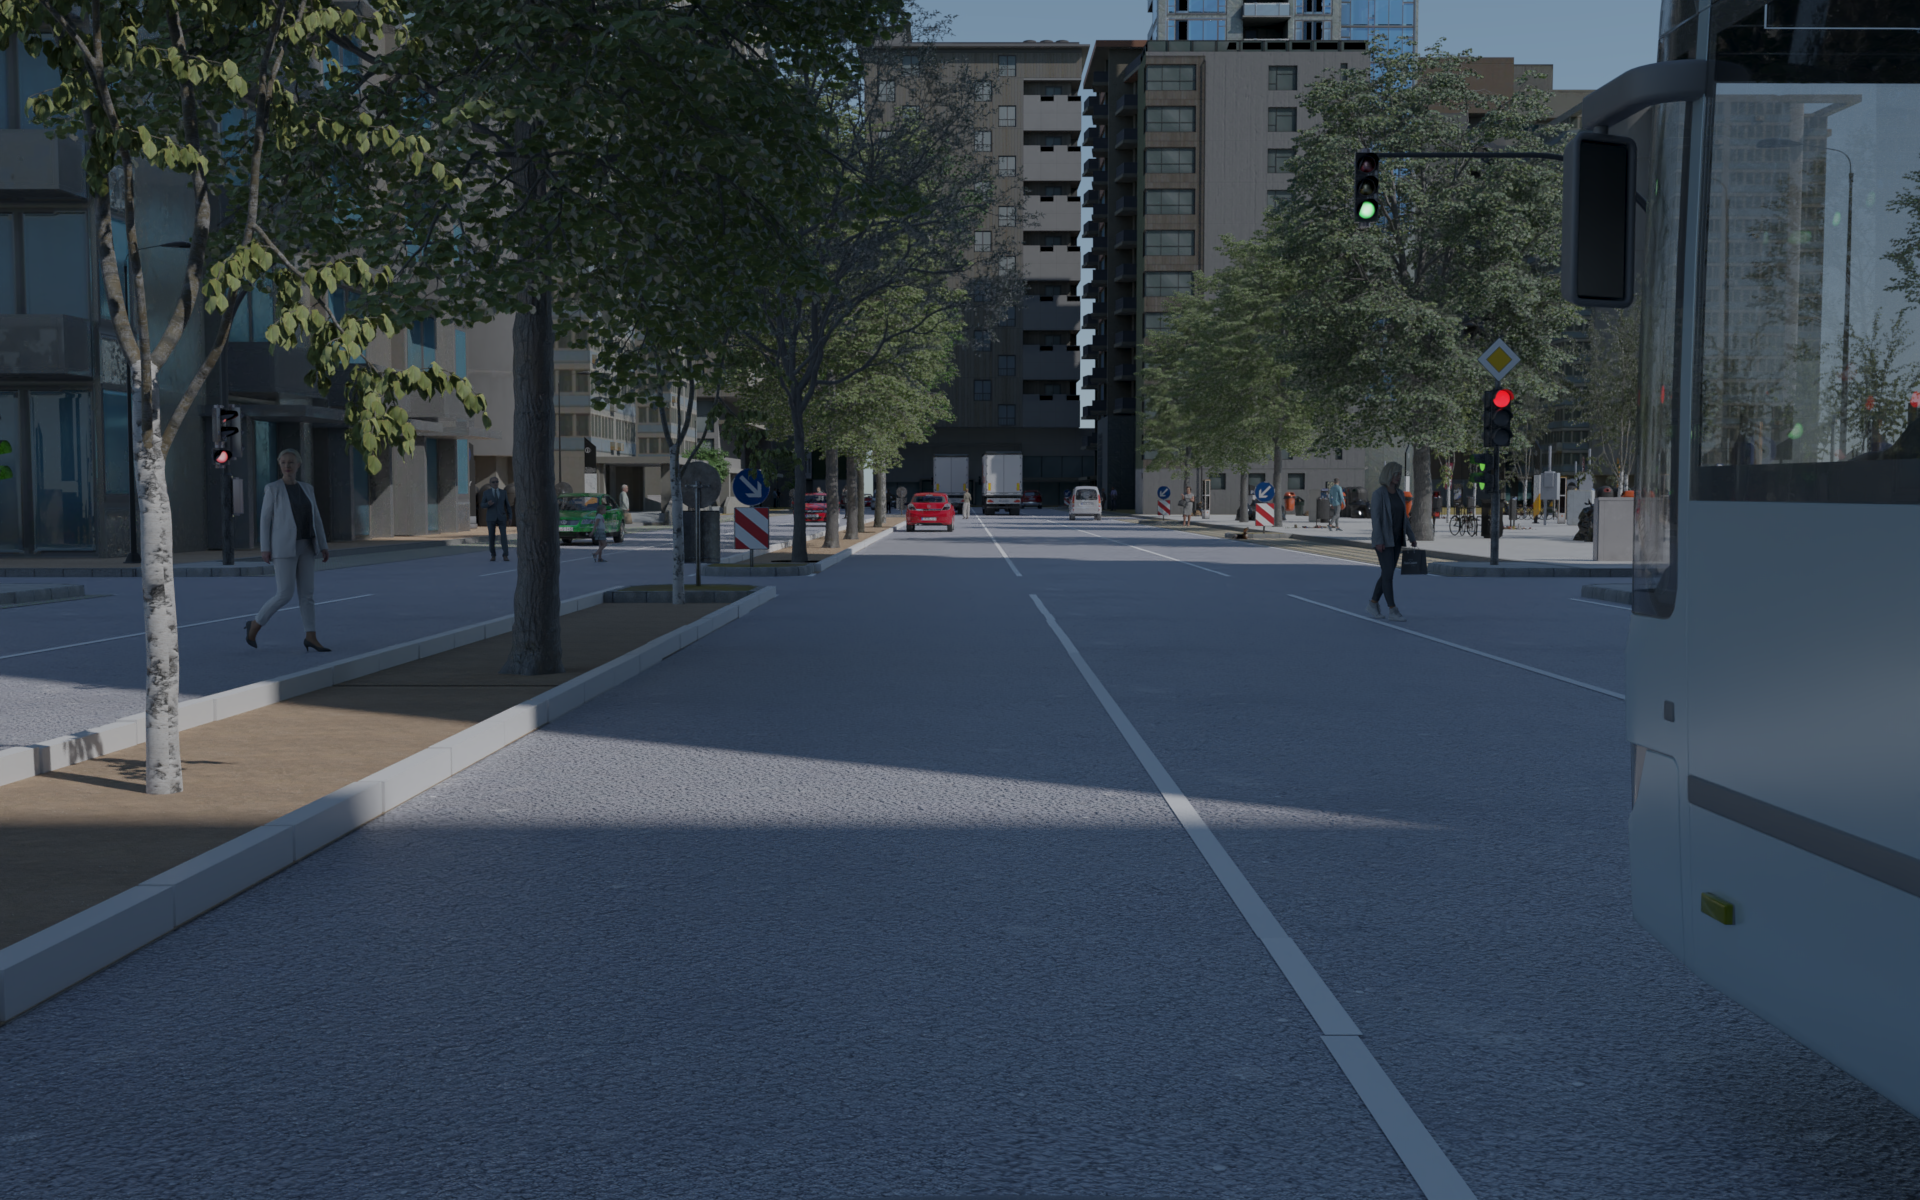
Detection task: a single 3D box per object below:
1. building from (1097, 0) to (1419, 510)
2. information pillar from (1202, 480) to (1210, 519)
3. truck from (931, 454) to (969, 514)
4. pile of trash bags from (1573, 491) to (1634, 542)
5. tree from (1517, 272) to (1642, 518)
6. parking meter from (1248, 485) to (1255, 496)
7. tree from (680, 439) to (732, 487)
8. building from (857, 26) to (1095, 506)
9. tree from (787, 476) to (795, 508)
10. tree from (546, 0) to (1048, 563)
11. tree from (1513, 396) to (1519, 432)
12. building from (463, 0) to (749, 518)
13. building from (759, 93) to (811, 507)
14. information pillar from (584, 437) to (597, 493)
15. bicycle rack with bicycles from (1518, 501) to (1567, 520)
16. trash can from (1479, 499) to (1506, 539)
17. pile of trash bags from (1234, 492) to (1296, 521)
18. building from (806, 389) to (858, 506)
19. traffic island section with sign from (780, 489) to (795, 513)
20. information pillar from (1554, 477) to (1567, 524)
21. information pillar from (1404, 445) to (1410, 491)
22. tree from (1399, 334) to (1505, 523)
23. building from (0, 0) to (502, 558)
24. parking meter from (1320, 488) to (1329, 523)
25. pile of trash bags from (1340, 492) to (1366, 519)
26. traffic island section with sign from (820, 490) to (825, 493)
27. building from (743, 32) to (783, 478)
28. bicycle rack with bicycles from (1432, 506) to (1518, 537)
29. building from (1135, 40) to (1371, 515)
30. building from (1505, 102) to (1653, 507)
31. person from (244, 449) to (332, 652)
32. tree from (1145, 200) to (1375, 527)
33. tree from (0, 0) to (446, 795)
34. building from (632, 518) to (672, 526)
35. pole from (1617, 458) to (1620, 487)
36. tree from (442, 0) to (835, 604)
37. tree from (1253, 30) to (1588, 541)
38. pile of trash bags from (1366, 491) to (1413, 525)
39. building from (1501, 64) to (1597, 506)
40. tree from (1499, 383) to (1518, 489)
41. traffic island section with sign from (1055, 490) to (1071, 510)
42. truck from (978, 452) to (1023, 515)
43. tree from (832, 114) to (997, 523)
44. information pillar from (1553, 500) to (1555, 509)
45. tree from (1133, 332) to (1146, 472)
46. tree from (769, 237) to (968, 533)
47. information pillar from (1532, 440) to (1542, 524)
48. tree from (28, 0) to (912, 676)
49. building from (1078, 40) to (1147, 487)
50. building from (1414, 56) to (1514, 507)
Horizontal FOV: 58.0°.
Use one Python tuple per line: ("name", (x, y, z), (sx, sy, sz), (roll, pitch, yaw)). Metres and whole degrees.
("building", (23.291, -50.306, 135.172), (22.319, 86.520, 31.000), (0, 3, 0))
("information pillar", (12.699, -5.194, 89.413), (0.304, 2.012, 0.304), (-2, 4, -26))
("truck", (-0.715, -8.468, 127.368), (2.839, 4.237, 11.283), (0, 4, -1))
("pile of trash bags", (17.626, -2.237, 46.320), (1.912, 1.369, 3.447), (1, 4, 10))
("tree", (21.376, -6.487, 56.418), (4.360, 8.622, 3.978), (0, 3, 0))
("parking meter", (17.925, -6.156, 106.369), (0.399, 1.863, 0.255), (0, 4, -5))
("tree", (-15.271, -7.321, 103.409), (4.285, 4.588, 4.351), (0, 3, 0))
("building", (2.518, -37.543, 203.067), (27.495, 52.752, 28.713), (0, 3, 0))
("tree", (-15.423, -10.256, 162.293), (1.663, 3.219, 1.824), (0, 3, 0))
("tree", (-3.316, -7.510, 35.622), (12.009, 13.543, 11.850), (0, 3, 0))
("tree", (29.593, -9.074, 98.720), (4.737, 8.622, 4.395), (0, 3, 0))
("building", (-31.231, -26.060, 117.957), (32.217, 40.220, 23.993), (0, 3, 0))
("building", (-22.365, -30.076, 175.344), (14.086, 41.232, 14.154), (0, 3, 0))
("information pillar", (-15.027, -4.834, 70.398), (0.504, 3.616, 0.183), (0, 4, -5))
("bicycle rack with bicycles", (28.568, -4.437, 85.930), (2.925, 0.926, 2.852), (1, 4, 9))
("trash can", (15.367, -2.347, 50.024), (0.748, 1.137, 0.748), (0, 3, 0))
("pile of trash bags", (15.000, -4.527, 83.770), (3.447, 1.369, 1.912), (-3, 5, -39))
("building", (-18.343, -26.042, 197.486), (14.107, 30.474, 14.160), (0, 3, 0))
("traffic island section with sign", (-12.850, -7.649, 133.684), (1.989, 1.847, 2.006), (0, 3, 0))
("information pillar", (25.931, -4.291, 74.642), (0.304, 2.012, 0.304), (0, 4, 7))
("information pillar", (20.756, -5.447, 80.413), (0.183, 3.616, 0.504), (2, 4, 33))
("tree", (21.404, -7.718, 76.550), (4.737, 8.622, 4.395), (0, 3, 0))
("building", (-26.538, -26.061, 45.706), (23.786, 49.044, 30.456), (0, 3, 0))
("parking meter", (16.187, -4.186, 76.859), (0.372, 1.533, 0.369), (0, 3, 0))
("pile of trash bags", (21.137, -4.988, 91.303), (1.912, 1.369, 3.447), (-3, 4, -38))
("traffic island section with sign", (-12.826, -9.302, 160.719), (1.989, 1.847, 2.006), (0, 3, 0))
("building", (-29.524, -33.886, 143.268), (28.713, 52.752, 27.495), (0, 3, 0))
("bicycle rack with bicycles", (14.992, -2.381, 52.315), (2.852, 0.926, 2.925), (0, 4, 6))
("building", (18.462, -20.948, 114.194), (14.160, 30.474, 14.107), (0, 3, 0))
("building", (66.095, -28.991, 165.881), (23.993, 40.220, 32.217), (0, 3, 0))
("person", (-6.125, -0.451, 15.754), (0.818, 1.842, 0.514), (1, 4, 14))
("tree", (12.718, -9.112, 67.110), (7.486, 12.596, 7.792), (0, 3, 0))
("tree", (-3.763, -3.362, 7.782), (4.737, 8.622, 4.395), (0, 3, 0))
("building", (-29.276, -23.987, 84.076), (32.217, 40.220, 23.993), (0, 3, 0))
("pole", (37.152, -6.352, 97.697), (0.158, 3.312, 0.155), (0, 3, 0))
("tree", (-3.600, -4.226, 21.915), (4.737, 8.622, 4.395), (0, 3, 0))
("tree", (12.634, -8.595, 47.190), (9.857, 13.997, 8.962), (0, 3, 0))
("pile of trash bags", (14.446, -2.859, 56.504), (1.912, 1.369, 3.447), (1, 4, 17))
("building", (62.823, -35.211, 199.406), (21.600, 48.544, 21.300), (0, 3, 0))
("tree", (29.941, -8.673, 92.162), (4.360, 8.622, 3.978), (0, 3, 0))
("traffic island section with sign", (9.801, -9.286, 160.451), (1.989, 1.847, 2.006), (0, 3, 0))
("truck", (2.807, -7.999, 119.691), (2.839, 4.237, 11.283), (0, 4, -1))
("tree", (-5.014, -13.832, 84.497), (12.611, 20.169, 13.585), (0, 3, 0))
("information pillar", (32.870, -5.563, 95.449), (0.304, 2.012, 0.304), (0, 4, 3))
("tree", (13.133, -9.763, 77.751), (7.486, 12.596, 7.792), (0, 3, 0))
("tree", (-3.394, -8.880, 73.408), (9.928, 11.665, 9.643), (0, 3, 0))
("information pillar", (25.049, -5.123, 75.123), (0.183, 3.616, 0.504), (-1, 4, -11))
("tree", (-3.485, -5.705, 13.861), (7.486, 12.596, 7.792), (0, 3, 0))
("building", (23.181, -31.340, 167.027), (22.147, 44.769, 28.867), (0, 3, 0))
("building", (46.290, -32.126, 175.378), (14.200, 45.320, 14.600), (0, 3, 0))
